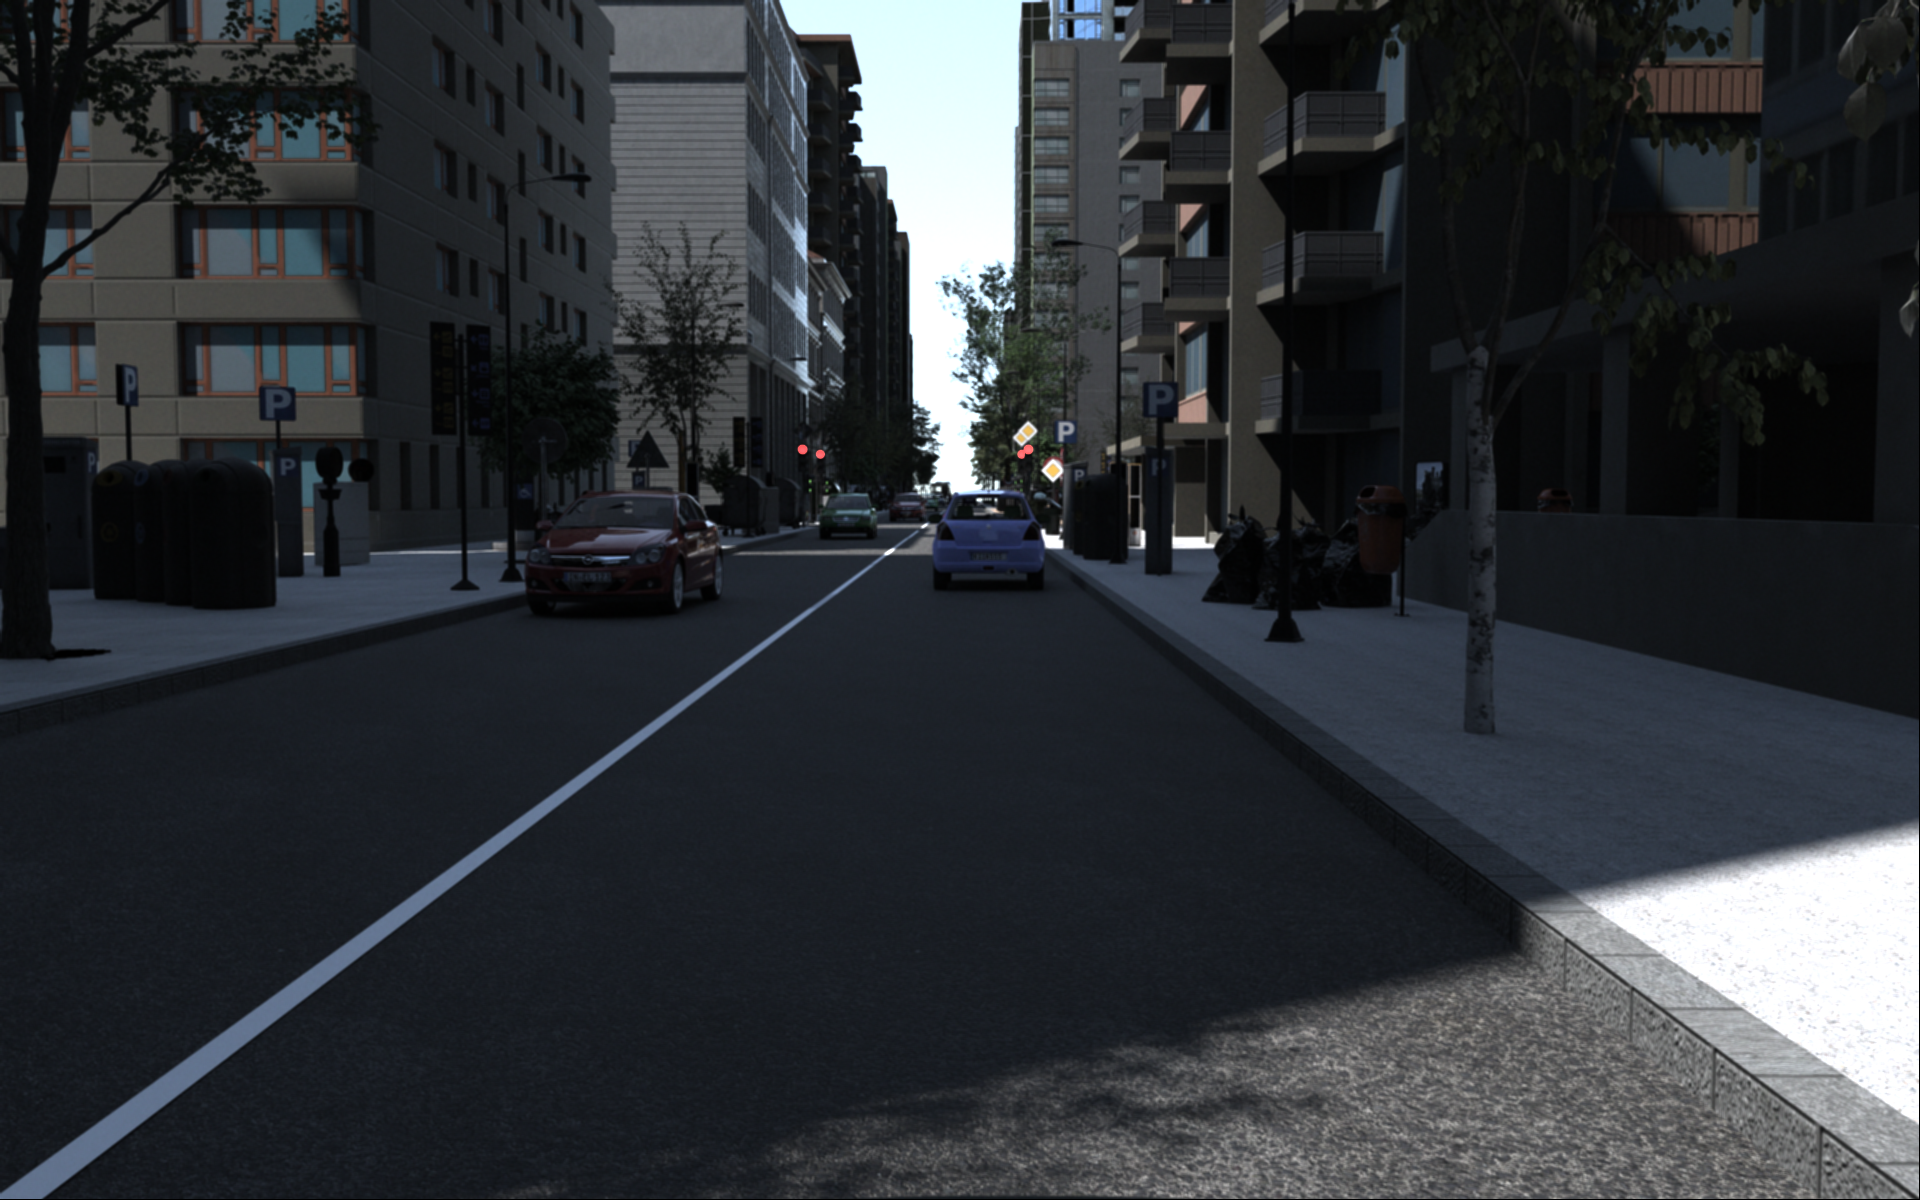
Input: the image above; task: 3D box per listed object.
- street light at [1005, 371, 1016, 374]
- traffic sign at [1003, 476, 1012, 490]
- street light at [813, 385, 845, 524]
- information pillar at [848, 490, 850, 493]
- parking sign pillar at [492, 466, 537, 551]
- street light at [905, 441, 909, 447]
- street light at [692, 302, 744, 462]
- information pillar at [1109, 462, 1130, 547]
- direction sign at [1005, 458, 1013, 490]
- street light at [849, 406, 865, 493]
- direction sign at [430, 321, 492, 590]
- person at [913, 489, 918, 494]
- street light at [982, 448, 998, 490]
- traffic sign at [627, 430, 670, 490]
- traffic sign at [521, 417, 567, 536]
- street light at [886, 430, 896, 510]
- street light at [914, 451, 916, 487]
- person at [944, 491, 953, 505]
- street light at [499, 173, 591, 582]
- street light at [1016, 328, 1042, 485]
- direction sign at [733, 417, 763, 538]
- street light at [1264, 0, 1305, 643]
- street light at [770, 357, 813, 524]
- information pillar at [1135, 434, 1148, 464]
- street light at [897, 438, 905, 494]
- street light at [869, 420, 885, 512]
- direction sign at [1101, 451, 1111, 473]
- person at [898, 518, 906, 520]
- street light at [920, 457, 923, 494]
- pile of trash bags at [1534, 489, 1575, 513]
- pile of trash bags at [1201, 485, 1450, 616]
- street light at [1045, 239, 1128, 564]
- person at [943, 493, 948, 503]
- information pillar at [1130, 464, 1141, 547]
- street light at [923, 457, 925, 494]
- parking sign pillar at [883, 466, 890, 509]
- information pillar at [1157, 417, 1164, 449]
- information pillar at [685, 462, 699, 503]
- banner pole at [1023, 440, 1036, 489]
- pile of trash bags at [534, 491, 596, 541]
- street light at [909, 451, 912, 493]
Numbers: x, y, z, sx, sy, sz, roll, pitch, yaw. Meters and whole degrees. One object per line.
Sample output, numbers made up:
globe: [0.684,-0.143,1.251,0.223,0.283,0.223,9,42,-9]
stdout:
street light: [2.418,-5.692,65.604,1.470,5.913,1.316,0,4,0]
traffic sign: [3.153,-6.839,111.917,0.768,2.556,0.104,1,4,10]
street light: [-5.830,-6.216,74.180,1.470,5.913,1.316,0,4,0]
information pillar: [-8.257,-8.516,130.590,0.183,3.616,0.504,3,5,43]
parking sign pillar: [-10.018,-3.133,39.692,1.447,3.967,1.447,-1,4,-17]
street light: [-5.434,-10.938,151.384,1.470,5.913,1.316,0,4,0]
street light: [-5.913,-4.247,41.984,1.470,5.913,1.316,0,4,0]
information pillar: [3.641,-2.166,39.907,0.304,2.012,0.304,-2,4,-33]
direction sign: [3.265,-7.129,108.548,0.876,3.537,0.379,1,4,8]
street light: [-5.767,-7.297,91.848,1.470,5.913,1.316,0,4,0]
direction sign: [-6.637,-1.903,23.115,0.379,3.537,0.876,3,5,44]
person: [-3.822,-8.521,147.794,0.580,1.828,0.573,2,4,28]
street light: [2.886,-12.337,174.254,1.470,5.913,1.316,0,4,0]
traffic sign: [-6.351,-2.157,35.267,0.884,2.594,0.081,0,4,2]
traffic sign: [-6.915,-1.756,28.815,0.768,2.556,0.104,0,4,2]
street light: [-5.557,-9.350,125.414,1.470,5.913,1.316,0,4,0]
street light: [-5.372,-12.991,184.951,1.470,5.913,1.316,0,4,0]
person: [-1.048,-9.813,169.619,1.217,1.739,0.721,-2,4,-33]
street light: [-6.028,-3.221,25.201,1.470,5.913,1.316,0,4,0]
street light: [2.396,-4.649,48.545,1.470,5.913,1.316,0,4,0]
direction sign: [-6.238,-3.609,51.004,0.876,3.537,0.379,-1,4,-22]
street light: [2.294,-2.595,14.966,1.470,5.913,1.316,0,4,0]
street light: [-5.888,-5.283,58.912,1.470,5.913,1.316,0,4,0]
information pillar: [7.042,-4.637,67.173,0.504,3.616,0.183,0,4,-7]
street light: [-5.505,-10.383,142.309,1.470,5.913,1.316,0,4,0]
street light: [-5.648,-8.324,108.631,1.470,5.913,1.316,0,4,0]
direction sign: [7.645,-6.037,90.707,0.379,3.537,0.876,-2,4,-31]
person: [-3.166,-5.022,94.884,0.640,1.303,0.475,2,4,35]
street light: [-5.318,-14.018,201.734,1.470,5.913,1.316,0,4,0]
pile of trash bags: [8.657,-1.182,29.071,3.447,1.369,1.912,-1,4,-10]
pile of trash bags: [4.109,-0.598,19.535,1.912,1.369,3.447,-1,4,-13]
street light: [2.368,-3.621,31.749,1.470,5.913,1.316,0,4,0]
person: [-1.854,-12.970,222.029,0.593,1.643,0.415,-3,5,-44]
information pillar: [4.244,-2.310,42.254,0.304,2.012,0.304,0,4,-4]
street light: [-5.158,-16.028,234.592,1.470,5.913,1.316,0,4,0]
parking sign pillar: [-6.181,-9.755,147.965,1.447,3.967,1.447,0,4,-1]
information pillar: [4.597,-2.962,39.780,0.183,3.616,0.504,1,4,18]
information pillar: [-6.060,-2.126,39.254,0.304,2.012,0.304,0,4,-7]
banner pole: [3.249,-5.530,80.427,0.863,3.779,0.401,-1,4,-19]
pile of trash bags: [-10.216,-2.215,45.974,1.912,1.369,3.447,-2,4,-30]
street light: [-5.511,-11.965,168.168,1.470,5.913,1.316,0,4,0]
